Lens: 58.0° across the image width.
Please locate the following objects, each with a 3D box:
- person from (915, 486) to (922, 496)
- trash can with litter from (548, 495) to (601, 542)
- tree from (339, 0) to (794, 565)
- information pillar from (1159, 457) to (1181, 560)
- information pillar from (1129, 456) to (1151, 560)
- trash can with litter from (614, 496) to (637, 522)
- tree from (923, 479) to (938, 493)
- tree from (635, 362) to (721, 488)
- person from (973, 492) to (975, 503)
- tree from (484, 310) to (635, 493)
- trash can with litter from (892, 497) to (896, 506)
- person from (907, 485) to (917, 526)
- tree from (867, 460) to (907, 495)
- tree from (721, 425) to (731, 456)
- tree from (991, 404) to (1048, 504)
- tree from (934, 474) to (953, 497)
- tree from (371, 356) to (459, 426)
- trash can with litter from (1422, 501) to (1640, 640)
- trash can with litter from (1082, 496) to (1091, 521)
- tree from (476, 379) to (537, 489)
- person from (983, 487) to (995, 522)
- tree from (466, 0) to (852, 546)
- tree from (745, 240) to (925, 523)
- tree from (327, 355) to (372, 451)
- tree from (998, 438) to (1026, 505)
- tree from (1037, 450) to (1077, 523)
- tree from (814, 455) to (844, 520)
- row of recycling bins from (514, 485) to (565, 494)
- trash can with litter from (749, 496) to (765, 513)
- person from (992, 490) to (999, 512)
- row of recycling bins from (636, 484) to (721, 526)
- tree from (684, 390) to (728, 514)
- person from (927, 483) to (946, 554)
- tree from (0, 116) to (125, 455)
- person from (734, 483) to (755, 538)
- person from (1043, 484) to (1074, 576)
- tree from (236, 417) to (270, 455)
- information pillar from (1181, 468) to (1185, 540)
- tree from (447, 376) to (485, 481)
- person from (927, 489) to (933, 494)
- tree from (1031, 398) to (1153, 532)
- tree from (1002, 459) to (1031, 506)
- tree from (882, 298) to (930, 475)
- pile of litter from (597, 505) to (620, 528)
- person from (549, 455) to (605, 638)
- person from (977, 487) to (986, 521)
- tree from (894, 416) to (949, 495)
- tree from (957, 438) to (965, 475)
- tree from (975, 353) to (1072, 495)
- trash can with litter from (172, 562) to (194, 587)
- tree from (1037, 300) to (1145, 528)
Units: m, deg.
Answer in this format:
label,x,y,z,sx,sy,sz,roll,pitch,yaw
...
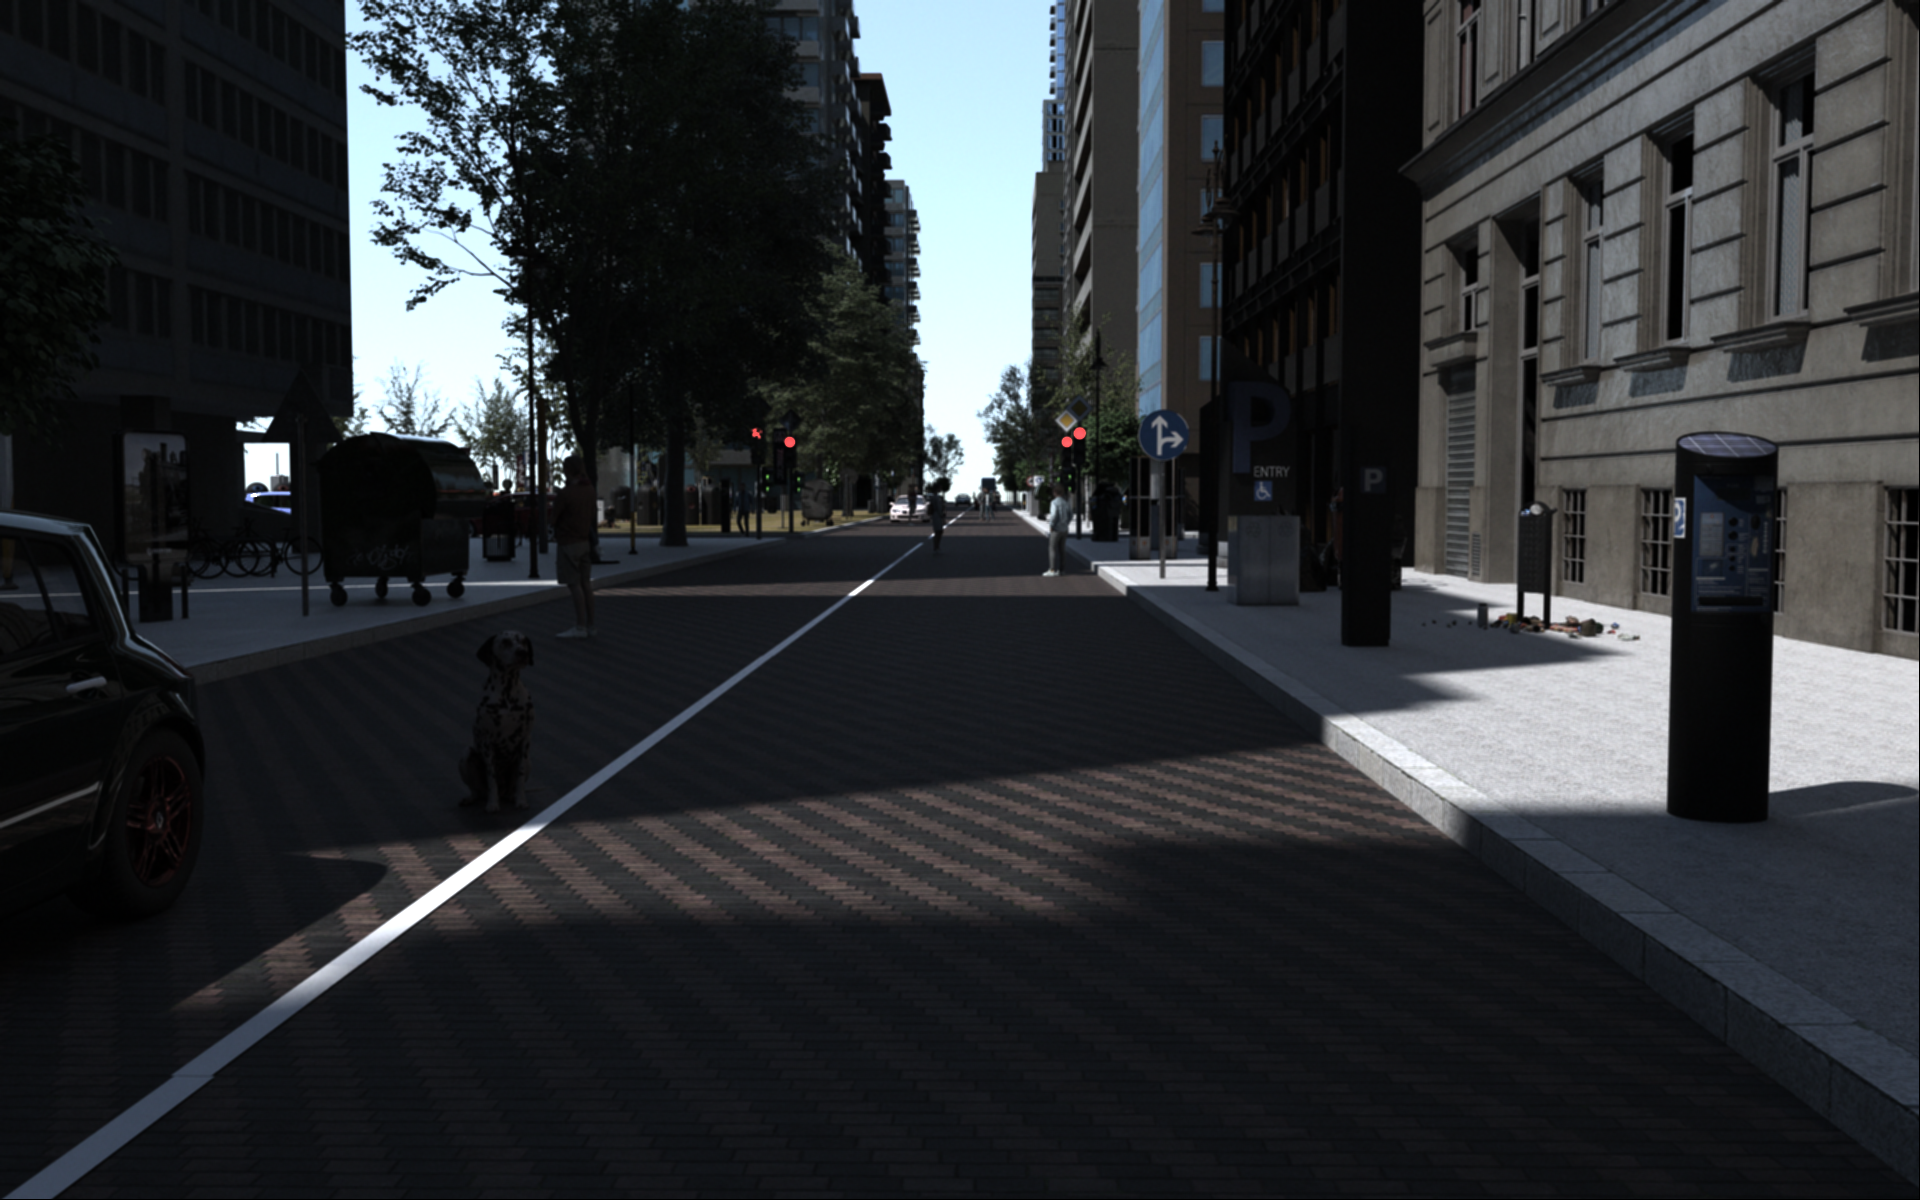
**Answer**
label,x,y,z,sx,sy,sz,roll,pitch,yaw
person,-2.455,-5.475,97.370,0.474,1.900,0.648,2,4,24
trash can with litter,-10.624,-2.175,46.616,1.678,1.210,2.233,0,4,1
tree,-6.882,-6.461,31.386,9.928,11.665,9.643,0,3,0
information pillar,4.089,-1.804,33.988,0.304,2.012,0.304,1,4,21
information pillar,3.493,-1.779,33.575,0.304,2.012,0.304,-2,4,-31
trash can with litter,-15.179,-4.206,79.822,2.233,1.210,1.678,-1,4,-18
tree,-3.970,-14.209,226.913,1.663,3.219,1.824,0,3,0
tree,-16.174,-8.699,92.593,4.737,8.622,4.395,0,3,0
person,2.143,-15.806,266.906,0.705,1.826,1.348,0,4,-7
tree,-14.068,-6.743,60.610,4.737,8.622,4.395,0,3,0
trash can with litter,-4.666,-6.934,124.754,1.055,1.170,0.624,0,4,2
person,-2.185,-4.295,78.698,0.573,1.828,0.580,-3,5,-40
tree,-5.901,-9.481,138.731,4.285,4.588,4.351,0,3,0
tree,-18.139,-10.408,120.525,4.737,8.622,4.395,0,3,0
tree,7.366,-18.270,216.842,7.486,12.596,7.792,0,3,0
tree,-2.687,-18.020,278.335,4.285,4.588,4.351,0,3,0
tree,-29.470,-8.746,93.357,4.360,8.622,3.978,0,3,0
trash can with litter,5.468,-0.313,16.183,1.678,1.210,2.233,-1,4,-11
trash can with litter,6.208,-4.335,82.262,0.624,1.170,1.055,-1,4,-20
tree,-28.951,-9.828,111.046,4.360,8.622,3.978,0,3,0
person,1.488,-4.967,90.056,0.623,1.781,0.721,1,4,22
tree,-7.100,-8.316,42.614,9.857,13.997,8.962,0,3,0
tree,-5.892,-9.747,77.486,7.486,12.596,7.792,0,3,0
tree,-31.195,-8.319,86.382,4.737,8.622,4.395,0,3,0
tree,6.472,-15.540,204.447,4.360,8.622,3.978,0,3,0
tree,4.484,-5.018,76.645,1.663,3.219,1.824,0,3,0
tree,-6.489,-5.628,86.620,1.663,3.219,1.824,0,3,0
row of recycling bins,-19.905,-4.653,83.186,3.534,1.692,1.069,2,4,24
trash can with litter,-13.999,-6.487,117.119,1.678,1.210,2.233,2,4,26
person,2.777,-7.908,138.319,0.617,1.759,0.750,1,4,19
row of recycling bins,-11.569,-3.926,71.310,3.534,1.692,1.069,-2,4,-25
tree,-16.993,-9.959,113.194,4.360,8.622,3.978,0,3,0
person,-0.549,-1.962,41.585,0.522,1.701,0.512,-1,4,-21
tree,-7.921,-1.784,12.882,4.285,4.588,4.351,0,3,0
person,-6.693,-2.746,53.747,0.601,1.785,0.444,1,4,17
person,1.732,-1.229,30.397,0.589,1.601,0.330,-3,4,-37
tree,-29.228,-7.191,67.929,4.360,8.622,3.978,0,3,0
information pillar,6.059,-2.666,48.088,0.304,2.012,0.304,1,4,22
tree,-28.347,-9.400,104.056,4.737,8.622,4.395,0,3,0
person,-2.093,-6.920,121.828,0.592,1.802,0.473,3,5,40
tree,5.251,-4.632,59.441,4.285,4.588,4.351,0,3,0
tree,5.846,-9.725,142.711,4.285,4.588,4.351,0,3,0
tree,-6.443,-11.729,98.420,9.857,13.997,8.962,0,3,0
pile of litter,-13.517,-3.166,65.733,1.176,0.858,1.719,-1,4,-17
person,-3.852,-0.546,17.396,0.573,1.828,0.580,-2,4,-25
person,1.228,-5.223,93.996,0.391,1.810,0.635,2,4,35
tree,-4.703,-16.160,198.631,7.601,10.594,8.767,0,4,5
tree,-2.643,-22.120,287.422,9.928,11.665,9.643,0,3,0
tree,4.990,-10.991,114.114,8.767,10.594,7.601,0,4,8
trash can with litter,-11.076,-0.791,24.318,1.055,1.170,0.624,3,5,43
tree,4.865,-7.036,65.393,4.737,8.622,4.395,0,3,0
